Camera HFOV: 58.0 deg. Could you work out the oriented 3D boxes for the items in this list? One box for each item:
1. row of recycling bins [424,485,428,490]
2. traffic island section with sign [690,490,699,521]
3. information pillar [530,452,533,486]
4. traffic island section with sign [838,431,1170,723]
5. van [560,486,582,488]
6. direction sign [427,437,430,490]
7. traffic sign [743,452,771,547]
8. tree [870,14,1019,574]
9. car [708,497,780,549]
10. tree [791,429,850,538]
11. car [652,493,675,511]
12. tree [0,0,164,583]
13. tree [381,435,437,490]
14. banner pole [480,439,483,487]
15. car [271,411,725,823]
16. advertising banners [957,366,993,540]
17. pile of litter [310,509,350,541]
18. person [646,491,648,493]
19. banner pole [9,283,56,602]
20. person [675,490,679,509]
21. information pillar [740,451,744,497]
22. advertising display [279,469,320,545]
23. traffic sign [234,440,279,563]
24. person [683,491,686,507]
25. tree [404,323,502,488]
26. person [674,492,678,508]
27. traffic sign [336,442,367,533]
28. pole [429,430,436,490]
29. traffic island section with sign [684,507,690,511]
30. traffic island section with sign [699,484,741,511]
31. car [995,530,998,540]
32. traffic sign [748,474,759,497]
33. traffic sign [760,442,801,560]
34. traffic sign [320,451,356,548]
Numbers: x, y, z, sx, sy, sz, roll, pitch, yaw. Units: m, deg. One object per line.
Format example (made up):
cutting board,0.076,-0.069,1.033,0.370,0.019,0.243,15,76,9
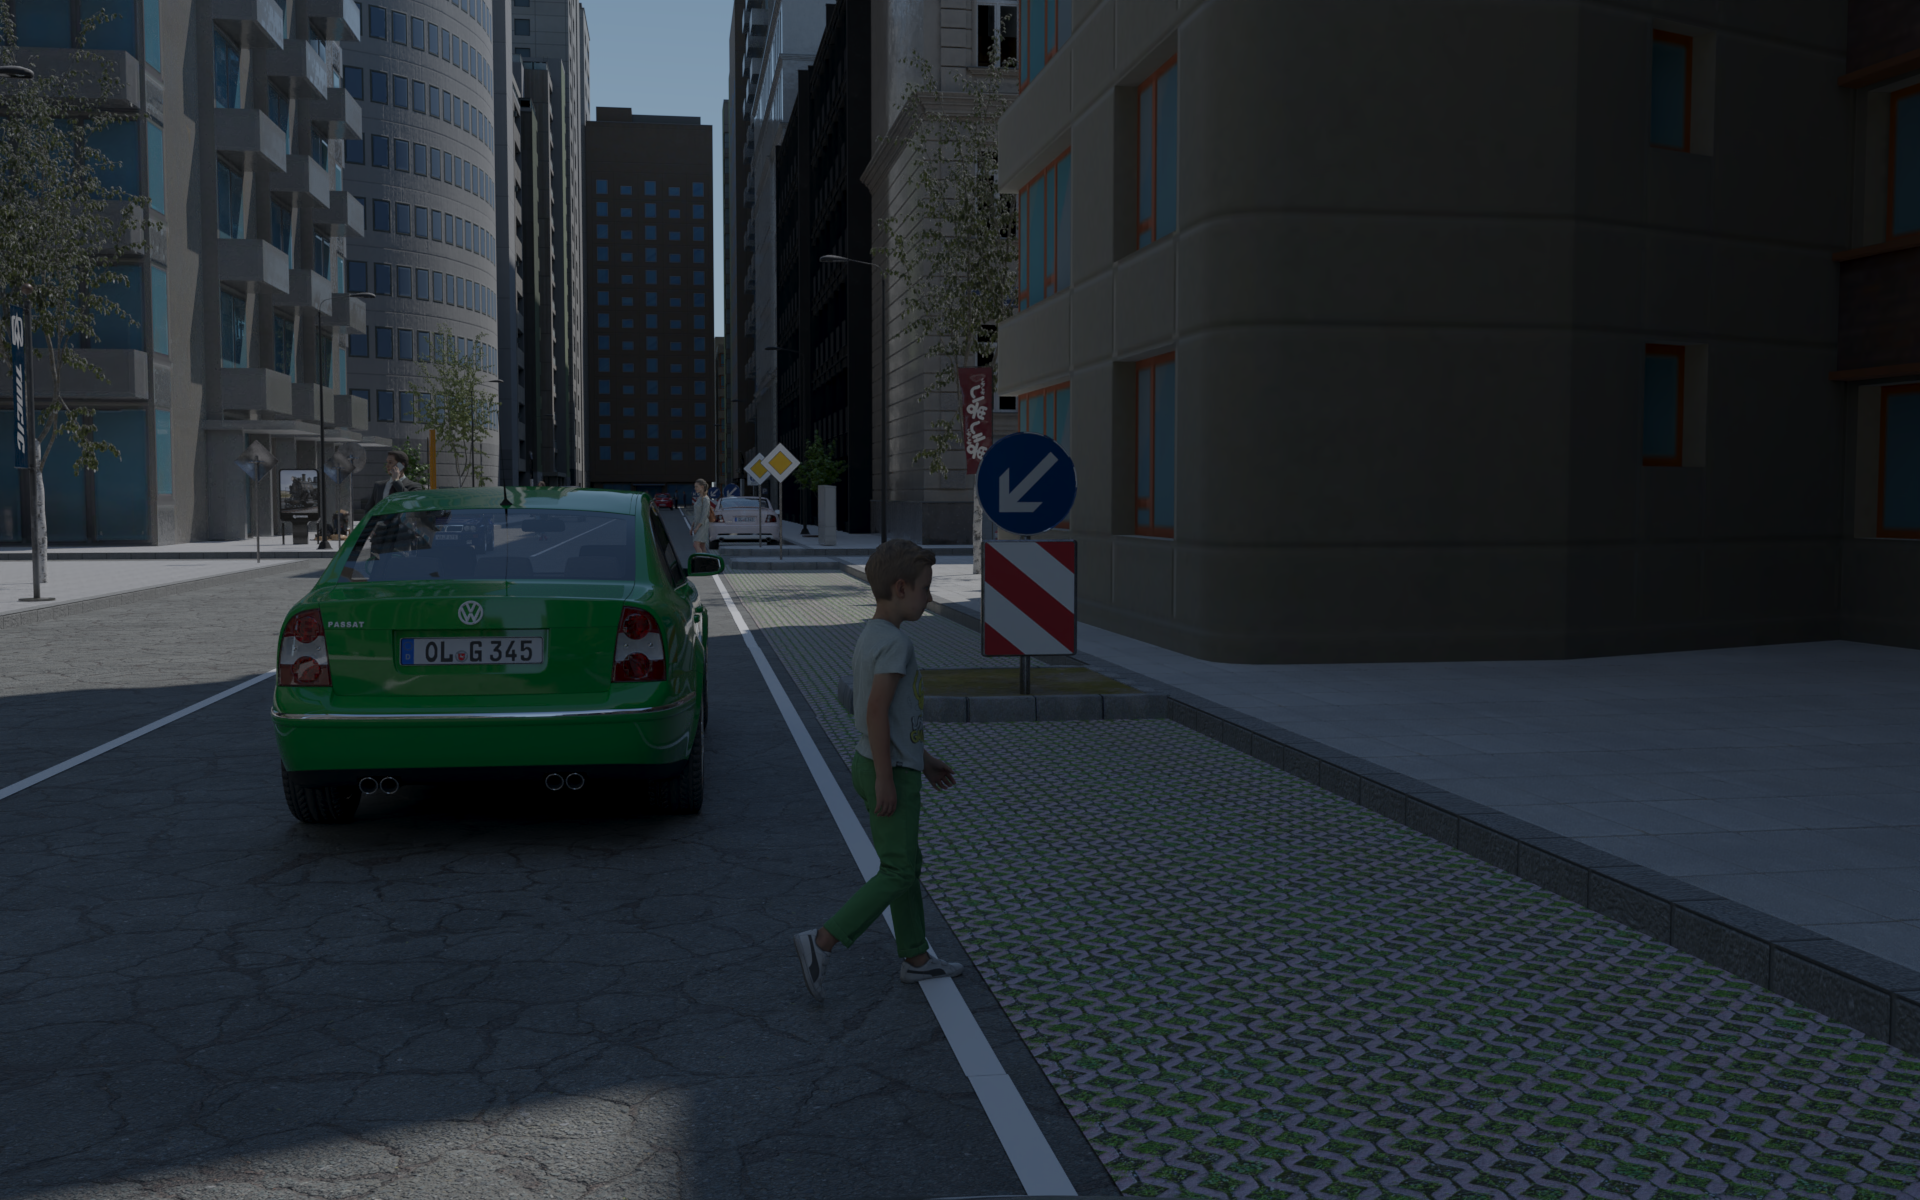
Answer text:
row of recycling bins,-24.620,-4.302,77.458,1.069,1.692,3.534,-3,5,-44
traffic island section with sign,-13.339,-5.169,93.141,1.989,1.847,2.006,-1,4,-9
information pillar,-23.690,-6.387,95.775,0.183,3.616,0.504,-2,4,-24
traffic island section with sign,0.199,-0.191,11.755,1.989,1.847,2.006,-1,4,-9
van,-20.288,-5.053,89.628,2.013,2.044,4.112,-1,4,-8
direction sign,-21.288,-4.732,69.372,0.379,3.537,0.876,-1,4,-16
traffic sign,-4.809,-2.324,41.647,0.795,2.450,0.064,-1,4,-9
tree,0.414,-4.731,27.711,4.360,8.622,3.978,0,3,0
car,-5.764,-2.065,46.123,2.083,1.381,4.827,0,4,-8
tree,-4.330,-3.482,51.529,1.663,3.219,1.824,0,3,0
car,-26.114,-8.759,152.255,2.155,1.783,4.494,-1,4,-8
tree,-13.266,-4.533,24.474,4.360,8.622,3.978,0,3,0
tree,-18.038,-3.814,56.958,1.663,3.219,1.824,0,3,0
banner pole,-21.816,-5.444,79.020,0.401,3.779,0.863,-1,4,-19
car,-2.211,-0.013,9.003,1.959,1.807,4.718,0,4,-8
advertising banners,0.919,-1.670,23.489,2.074,3.025,0.090,2,4,23
pile of litter,-17.107,-2.084,48.032,1.719,0.858,1.176,-1,4,-11
person,-26.096,-8.245,144.244,0.436,1.711,0.756,0,4,7
banner pole,-11.048,-1.863,20.476,0.401,3.779,0.863,-1,4,-11
person,-27.074,-9.610,165.605,0.705,1.826,1.348,0,4,-1
information pillar,-11.933,-6.332,94.875,0.183,3.616,0.504,1,4,10
advertising display,-16.797,-2.377,44.071,0.974,1.923,0.123,0,4,-7
traffic sign,-13.066,-1.747,32.206,0.795,2.450,0.064,-1,4,-9
person,-28.016,-10.201,176.210,0.530,1.710,0.541,1,4,18
tree,-21.440,-7.558,73.929,4.737,8.622,4.395,0,3,0
person,-29.042,-10.258,177.136,0.541,1.710,0.530,-2,4,-27
traffic sign,-14.840,-2.575,42.211,0.768,2.556,0.104,0,4,-3
pole,-16.698,-3.734,54.896,0.158,3.312,0.155,0,3,0
traffic island section with sign,-21.527,-8.182,142.399,1.989,1.847,2.006,-1,4,-9
traffic island section with sign,-8.870,-3.531,66.358,1.989,1.847,2.006,-1,4,-9
car,3.017,-1.894,39.999,4.494,1.783,2.155,-1,4,-9
traffic sign,-9.923,-4.969,83.376,0.606,2.300,0.079,0,4,-5
traffic sign,-3.499,-1.843,33.770,0.795,2.450,0.064,-1,4,-9
traffic sign,-14.376,-2.229,40.083,0.795,2.450,0.064,-1,4,-9
